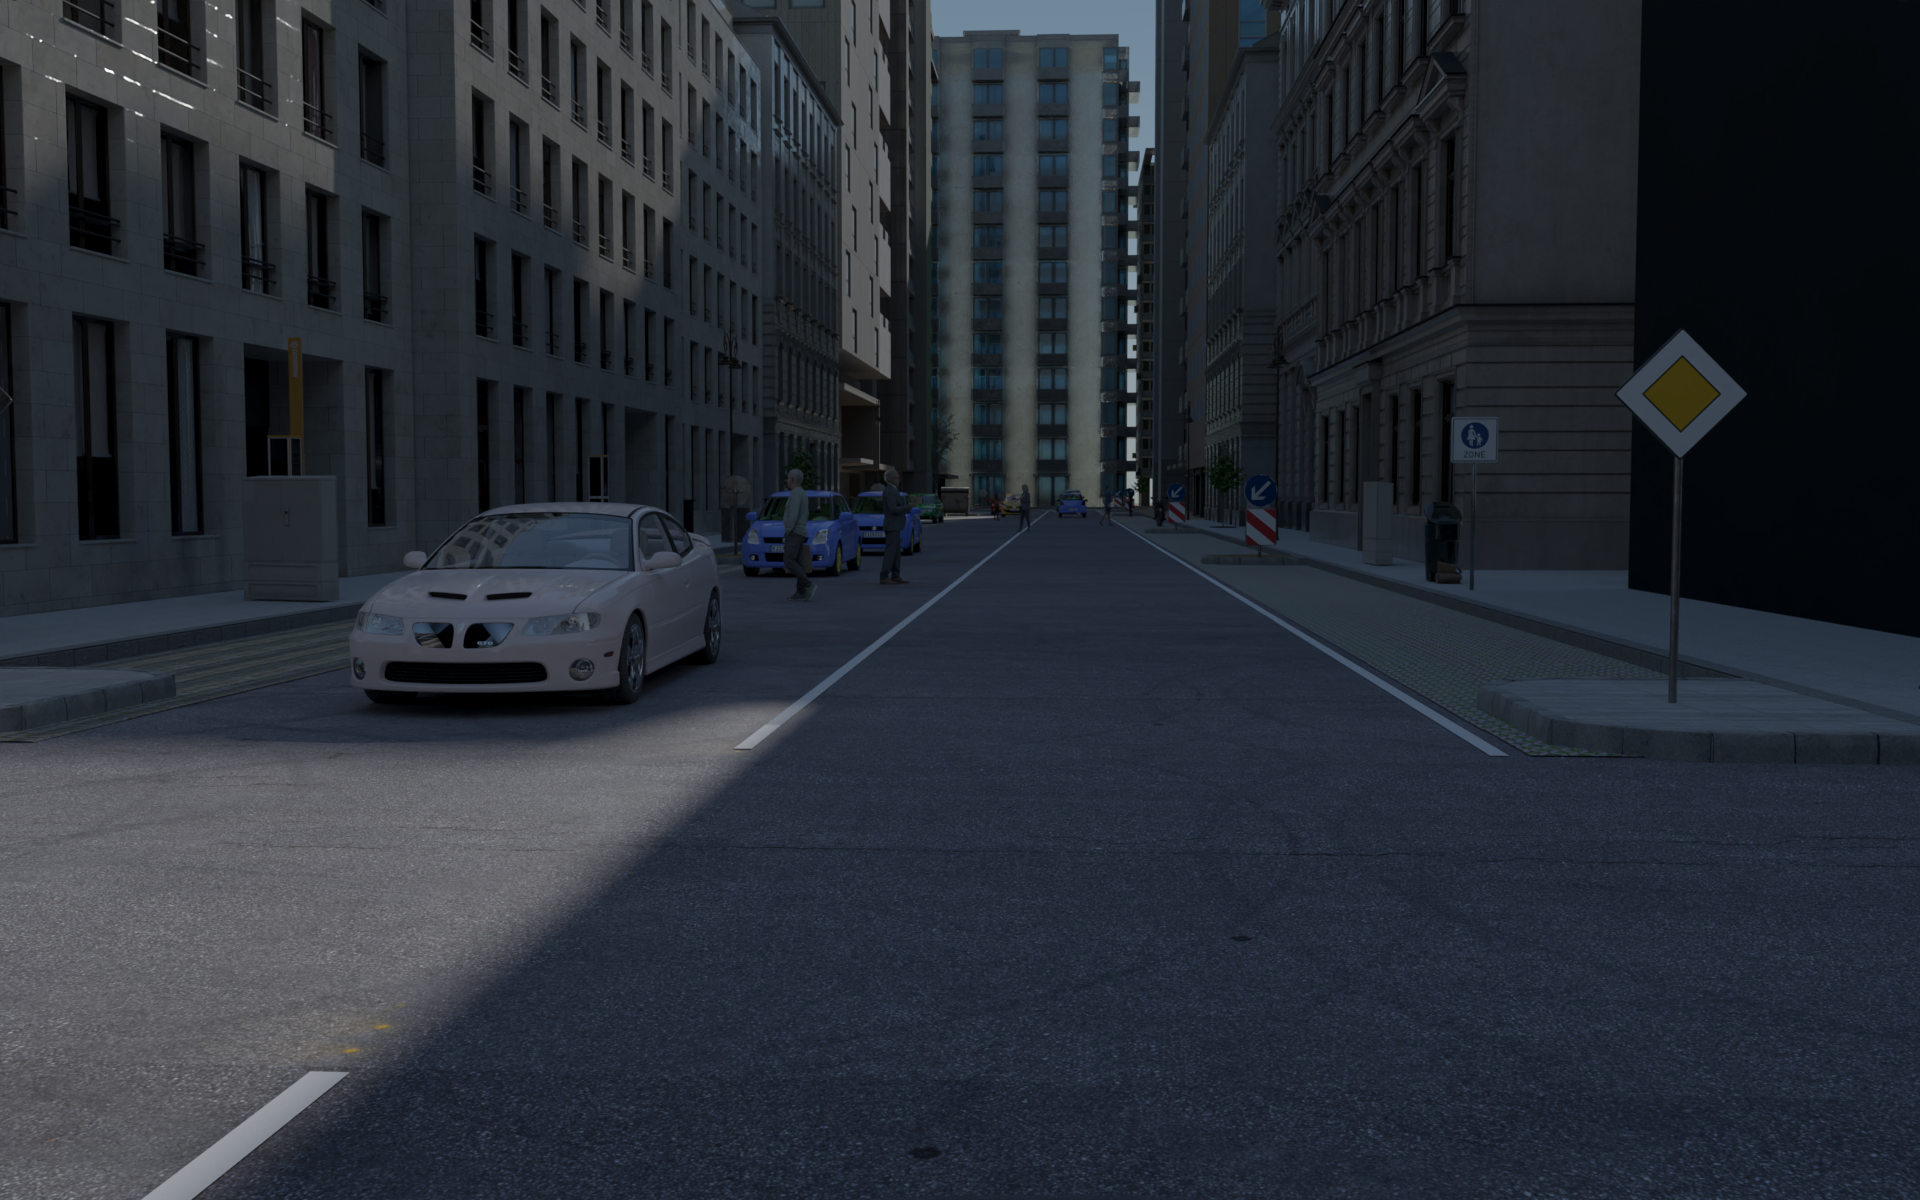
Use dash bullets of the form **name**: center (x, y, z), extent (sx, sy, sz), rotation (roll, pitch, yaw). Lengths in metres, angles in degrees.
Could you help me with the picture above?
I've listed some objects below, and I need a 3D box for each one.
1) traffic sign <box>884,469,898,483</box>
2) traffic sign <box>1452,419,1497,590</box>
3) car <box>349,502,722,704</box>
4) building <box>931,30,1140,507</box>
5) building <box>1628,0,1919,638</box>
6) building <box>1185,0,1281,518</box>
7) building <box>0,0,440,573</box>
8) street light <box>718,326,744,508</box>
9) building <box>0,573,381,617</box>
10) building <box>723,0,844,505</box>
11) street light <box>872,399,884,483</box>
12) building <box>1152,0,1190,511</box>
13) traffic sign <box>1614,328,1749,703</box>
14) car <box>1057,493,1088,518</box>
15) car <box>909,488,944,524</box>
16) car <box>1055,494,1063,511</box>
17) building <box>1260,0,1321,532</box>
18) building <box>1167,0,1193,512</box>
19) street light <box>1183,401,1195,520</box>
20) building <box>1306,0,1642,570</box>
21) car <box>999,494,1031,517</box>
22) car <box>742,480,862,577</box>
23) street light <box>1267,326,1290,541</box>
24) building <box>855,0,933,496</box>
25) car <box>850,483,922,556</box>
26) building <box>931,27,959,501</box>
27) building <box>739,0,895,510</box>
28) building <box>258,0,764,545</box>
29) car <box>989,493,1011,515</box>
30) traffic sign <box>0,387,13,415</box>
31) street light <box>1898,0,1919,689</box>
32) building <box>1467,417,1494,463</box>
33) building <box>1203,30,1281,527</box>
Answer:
- **traffic sign**: center (-3.453, -5.294, 86.663), extent (0.768, 2.556, 0.104), rotation (1, 4, 12)
- **traffic sign**: center (6.835, -1.281, 23.068), extent (0.606, 2.300, 0.079), rotation (0, 4, 6)
- **car**: center (-3.056, -0.060, 13.348), extent (2.083, 1.381, 4.827), rotation (0, 4, 3)
- **building**: center (3.321, -34.386, 181.817), extent (30.456, 49.044, 23.786), rotation (0, 4, 4)
- **building**: center (16.557, -11.405, 16.142), extent (15.834, 23.373, 12.332), rotation (0, 4, 4)
- **building**: center (19.734, -27.091, 93.047), extent (14.600, 45.320, 14.200), rotation (0, 4, 4)
- **building**: center (-13.069, -11.175, 37.464), extent (10.420, 20.320, 16.860), rotation (0, 4, 4)
- **street light**: center (-6.331, -4.597, 47.948), extent (0.468, 5.910, 1.993), rotation (0, 4, 4)
- **building**: center (-14.927, -10.151, 20.720), extent (10.420, 20.320, 16.860), rotation (0, 4, 4)
- **building**: center (-10.855, -13.658, 72.452), extent (9.793, 20.994, 18.267), rotation (0, 4, 4)
- **street light**: center (-3.959, -6.814, 84.201), extent (0.468, 5.910, 1.993), rotation (0, 4, 4)
- **building**: center (26.789, -36.860, 144.656), extent (21.231, 58.520, 28.212), rotation (0, 4, 4)
- **traffic sign**: center (4.373, -0.424, 10.573), extent (0.795, 2.450, 0.064), rotation (0, 4, 4)
- **car**: center (6.904, -5.926, 106.483), extent (1.945, 1.707, 3.694), rotation (0, 4, 3)
- **car**: center (-1.821, -4.627, 84.447), extent (1.959, 1.807, 4.718), rotation (0, 4, 5)
- **car**: center (8.888, -8.255, 143.759), extent (1.959, 1.807, 4.718), rotation (0, 4, 3)
- **building**: center (16.399, -13.938, 56.766), extent (11.050, 23.489, 19.941), rotation (0, 4, 4)
- **building**: center (26.391, -30.324, 115.408), extent (23.786, 49.044, 30.456), rotation (0, 4, 4)
- **street light**: center (11.220, -6.866, 85.049), extent (0.468, 5.910, 1.993), rotation (0, 4, 4)
- **building**: center (13.680, -10.571, 37.456), extent (10.561, 19.102, 19.286), rotation (0, 4, 4)
- **car**: center (3.464, -6.029, 108.798), extent (2.015, 1.641, 3.980), rotation (0, 4, 3)
- **car**: center (-2.824, -1.325, 31.253), extent (1.945, 1.707, 3.694), rotation (0, 4, 5)
- **street light**: center (8.748, -4.584, 47.736), extent (0.468, 5.910, 1.993), rotation (0, 4, 4)
- **building**: center (-9.490, -26.742, 120.823), extent (14.154, 41.232, 14.086), rotation (0, 4, 4)
- **car**: center (-1.866, -1.951, 41.489), extent (1.945, 1.707, 3.694), rotation (0, 4, 3)
- **building**: center (-15.215, -30.394, 151.568), extent (28.867, 44.769, 22.147), rotation (0, 4, 4)
- **building**: center (-18.494, -31.254, 100.248), extent (28.713, 52.752, 27.495), rotation (0, 4, 4)
- **building**: center (-12.845, -12.206, 54.312), extent (10.420, 20.320, 16.860), rotation (0, 4, 4)
- **car**: center (3.068, -6.701, 118.602), extent (2.155, 1.783, 4.494), rotation (0, 4, 4)
- **traffic sign**: center (-6.548, -0.467, 11.286), extent (0.795, 2.450, 0.064), rotation (0, 4, 4)
- **street light**: center (6.401, -2.349, 11.200), extent (0.468, 5.910, 1.993), rotation (0, 4, 4)
- **building**: center (52.925, -23.189, 150.845), extent (14.107, 30.474, 14.160), rotation (0, 4, 4)
- **building**: center (16.226, -13.883, 76.133), extent (9.793, 20.994, 18.267), rotation (0, 4, 4)
